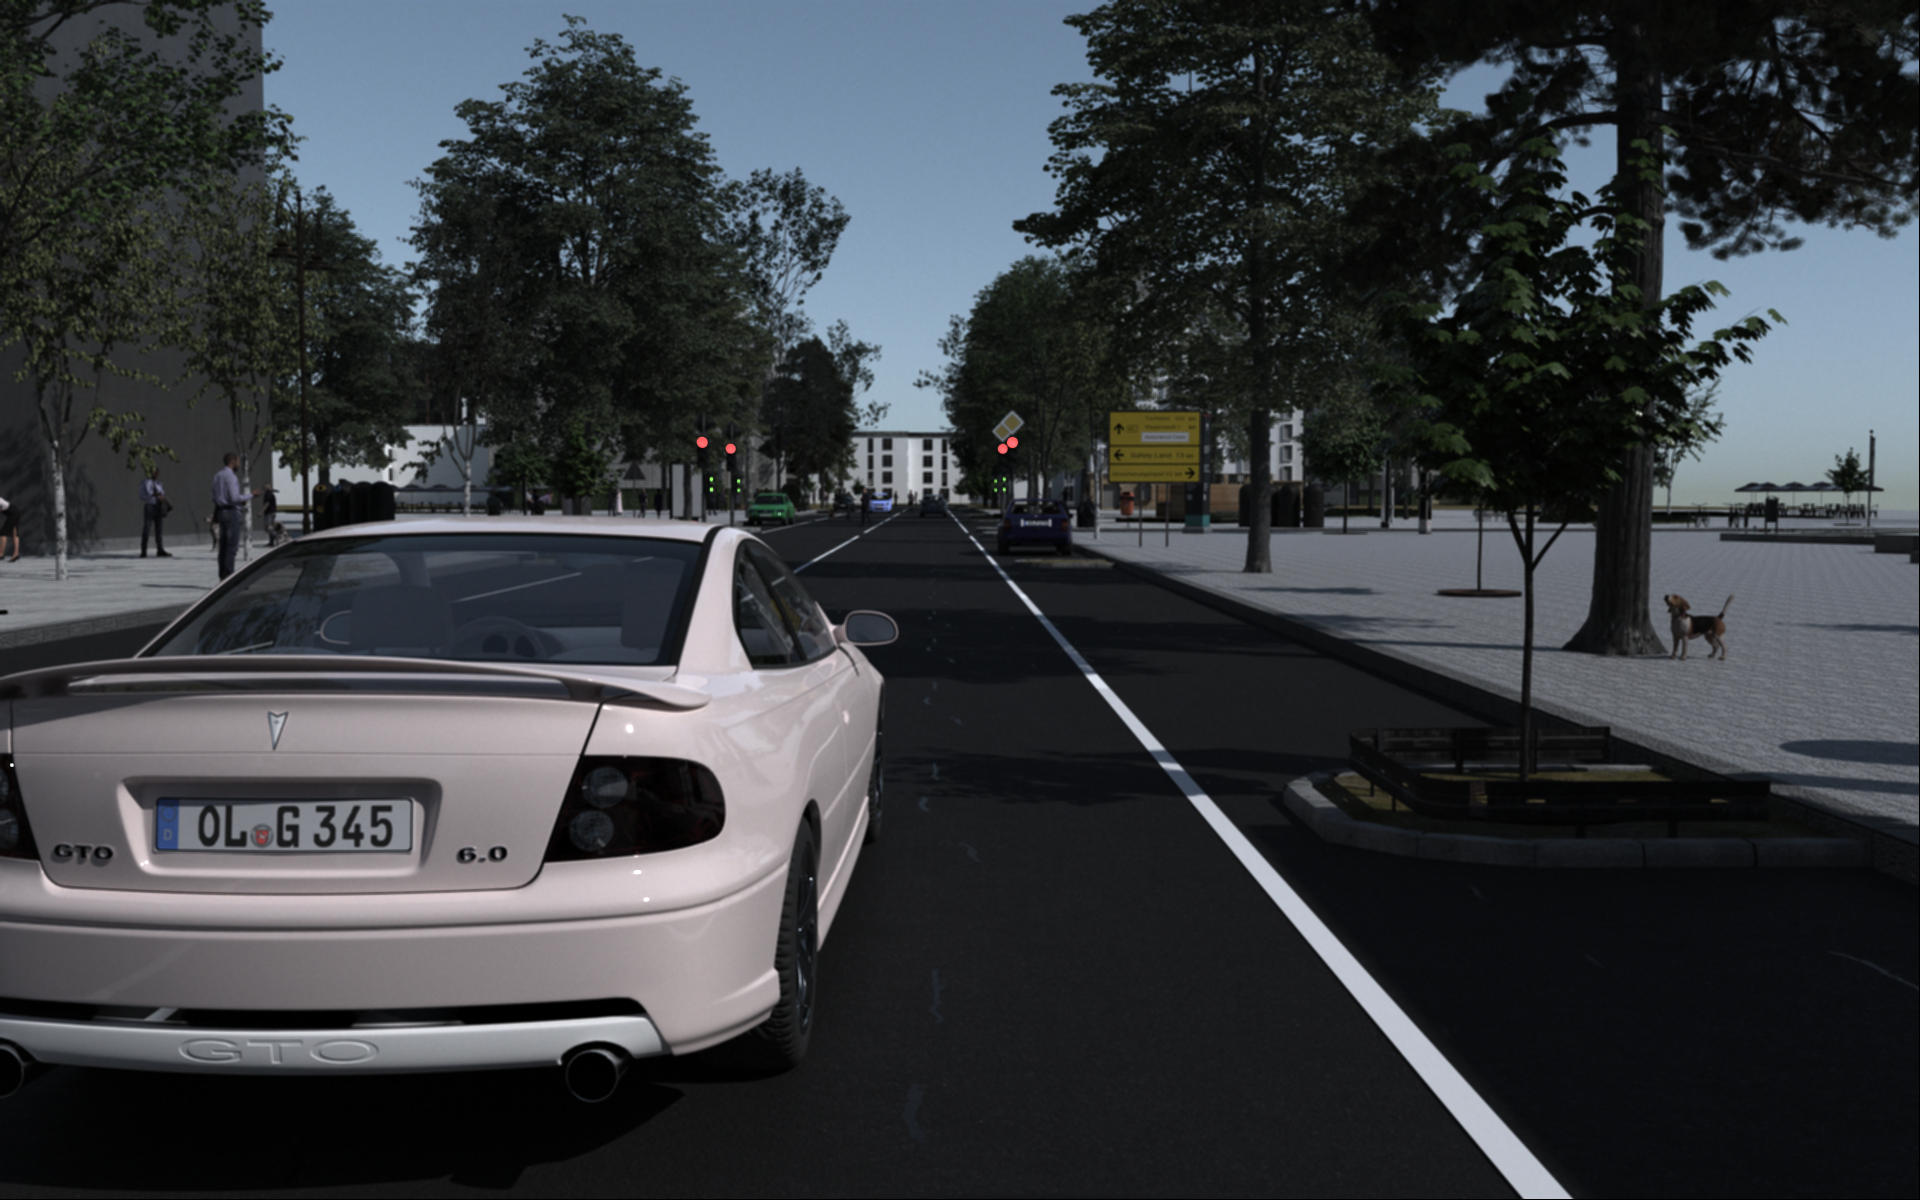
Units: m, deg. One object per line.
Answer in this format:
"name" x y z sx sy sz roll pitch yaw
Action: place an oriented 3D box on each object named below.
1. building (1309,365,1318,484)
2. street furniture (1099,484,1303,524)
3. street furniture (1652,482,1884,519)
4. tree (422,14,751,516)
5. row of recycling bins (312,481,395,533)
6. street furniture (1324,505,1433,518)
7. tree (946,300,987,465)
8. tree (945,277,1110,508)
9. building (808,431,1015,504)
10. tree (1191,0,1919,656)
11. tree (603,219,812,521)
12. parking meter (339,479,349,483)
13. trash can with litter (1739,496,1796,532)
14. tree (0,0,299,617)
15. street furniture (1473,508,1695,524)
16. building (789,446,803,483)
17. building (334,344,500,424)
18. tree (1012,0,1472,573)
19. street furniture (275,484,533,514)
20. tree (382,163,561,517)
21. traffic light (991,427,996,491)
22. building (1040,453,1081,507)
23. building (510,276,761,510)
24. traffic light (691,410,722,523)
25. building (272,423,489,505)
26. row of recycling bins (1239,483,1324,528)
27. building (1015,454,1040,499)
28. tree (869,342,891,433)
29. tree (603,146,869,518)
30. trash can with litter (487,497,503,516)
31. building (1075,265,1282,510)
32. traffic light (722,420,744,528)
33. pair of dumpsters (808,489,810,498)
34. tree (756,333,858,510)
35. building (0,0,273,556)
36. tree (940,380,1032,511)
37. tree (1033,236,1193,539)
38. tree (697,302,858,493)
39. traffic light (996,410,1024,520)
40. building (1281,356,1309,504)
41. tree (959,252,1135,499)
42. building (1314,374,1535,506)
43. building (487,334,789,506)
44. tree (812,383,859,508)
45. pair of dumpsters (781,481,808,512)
"building" 52.360 -23.538 241.272 11.380 20.091 16.016 0 4 -1
"street furniture" 12.383 -4.409 78.934 11.010 1.723 9.812 -3 5 -43
"street furniture" 43.589 -6.001 103.140 14.083 1.986 27.439 0 4 7
"tree" -10.546 -8.651 48.097 9.857 13.997 8.962 0 3 0
"row of recycling bins" -19.882 -3.039 56.793 3.534 1.692 1.069 2 4 31
"street furniture" 23.243 -5.046 98.135 5.734 0.657 10.072 0 4 7
"tree" 3.045 -10.140 83.911 7.486 12.596 7.792 0 3 0
"tree" 4.419 -11.831 100.094 9.857 13.997 8.962 0 3 0
"building" -7.066 -18.013 236.652 28.070 9.664 9.099 0 4 -1
"tree" 5.148 -6.482 13.401 7.806 13.903 7.818 0 3 0
"tree" -11.190 -9.364 71.226 7.486 12.596 7.792 0 3 0
"parking meter" -23.876 -3.759 67.176 0.255 1.863 0.399 0 4 7
"trash can with litter" 27.160 -2.843 57.544 1.678 1.210 2.233 -1 4 -16
"tree" -10.673 -5.621 17.654 9.928 11.665 9.643 0 3 0
"street furniture" 27.680 -3.813 77.972 5.734 0.657 10.072 -1 4 -20
"building" -36.896 -22.823 239.619 31.486 18.905 16.747 0 4 -1
"building" -69.060 -24.574 245.759 32.646 21.610 27.936 0 4 -1
"tree" 4.739 -6.739 28.316 7.486 12.596 7.792 0 3 0
"street furniture" -41.506 -6.856 117.130 27.439 1.986 14.083 3 5 41
"tree" -11.183 -5.436 39.245 4.360 8.622 3.978 0 3 0
"traffic light" 1.585 -4.658 65.398 0.839 4.213 0.868 0 4 -1
"building" 14.782 -15.493 195.450 9.099 9.664 28.070 0 4 -1
"building" -28.266 -17.745 156.595 16.747 18.905 31.486 0 4 -1
"traffic light" -8.454 -4.159 57.245 0.839 4.213 0.868 0 4 -1
"building" -66.420 -15.980 203.415 28.070 9.664 9.099 0 4 -1
"row of recycling bins" 12.330 -3.637 66.576 3.534 1.692 1.069 3 4 36
"building" 21.071 -18.043 237.147 28.070 9.664 9.099 0 4 -1
"tree" -13.871 -20.448 190.215 12.611 20.169 13.585 0 3 0
"tree" -12.600 -14.579 94.252 12.611 20.169 13.585 0 3 0
"trash can with litter" -17.500 -3.296 65.282 0.624 1.170 1.055 -1 4 -20
"building" 17.970 -17.801 147.468 16.016 20.091 11.380 0 4 -1
"traffic light" -8.575 -4.647 65.229 0.839 4.213 0.868 0 4 -1
"pair of dumpsters" -12.010 -7.706 128.485 1.574 2.255 4.436 0 4 -1
"tree" -12.279 -13.975 135.920 7.806 13.903 7.818 0 3 0
"building" -33.916 -13.621 41.776 30.058 24.678 14.314 0 4 -1
"tree" 3.586 -13.670 133.867 12.009 13.543 11.850 0 3 0
"tree" 4.084 -6.026 48.893 4.737 8.622 4.395 0 3 0
"tree" -11.467 -12.197 109.793 12.009 13.543 11.850 0 3 0
"traffic light" 1.706 -4.169 57.414 0.839 4.213 0.868 0 4 -1
"building" 40.733 -23.530 241.129 11.380 20.091 16.016 0 4 -1
"tree" 3.688 -9.081 74.229 9.928 11.665 9.643 0 3 0
"building" 58.705 -20.480 201.310 31.486 18.905 16.747 0 4 -1
"building" -36.584 -20.389 199.814 31.486 18.905 16.747 0 4 -1
"tree" -12.679 -14.459 154.527 7.486 12.596 7.792 0 3 0
"pair of dumpsters" -11.934 -7.394 123.385 1.574 2.255 4.436 0 4 -1
